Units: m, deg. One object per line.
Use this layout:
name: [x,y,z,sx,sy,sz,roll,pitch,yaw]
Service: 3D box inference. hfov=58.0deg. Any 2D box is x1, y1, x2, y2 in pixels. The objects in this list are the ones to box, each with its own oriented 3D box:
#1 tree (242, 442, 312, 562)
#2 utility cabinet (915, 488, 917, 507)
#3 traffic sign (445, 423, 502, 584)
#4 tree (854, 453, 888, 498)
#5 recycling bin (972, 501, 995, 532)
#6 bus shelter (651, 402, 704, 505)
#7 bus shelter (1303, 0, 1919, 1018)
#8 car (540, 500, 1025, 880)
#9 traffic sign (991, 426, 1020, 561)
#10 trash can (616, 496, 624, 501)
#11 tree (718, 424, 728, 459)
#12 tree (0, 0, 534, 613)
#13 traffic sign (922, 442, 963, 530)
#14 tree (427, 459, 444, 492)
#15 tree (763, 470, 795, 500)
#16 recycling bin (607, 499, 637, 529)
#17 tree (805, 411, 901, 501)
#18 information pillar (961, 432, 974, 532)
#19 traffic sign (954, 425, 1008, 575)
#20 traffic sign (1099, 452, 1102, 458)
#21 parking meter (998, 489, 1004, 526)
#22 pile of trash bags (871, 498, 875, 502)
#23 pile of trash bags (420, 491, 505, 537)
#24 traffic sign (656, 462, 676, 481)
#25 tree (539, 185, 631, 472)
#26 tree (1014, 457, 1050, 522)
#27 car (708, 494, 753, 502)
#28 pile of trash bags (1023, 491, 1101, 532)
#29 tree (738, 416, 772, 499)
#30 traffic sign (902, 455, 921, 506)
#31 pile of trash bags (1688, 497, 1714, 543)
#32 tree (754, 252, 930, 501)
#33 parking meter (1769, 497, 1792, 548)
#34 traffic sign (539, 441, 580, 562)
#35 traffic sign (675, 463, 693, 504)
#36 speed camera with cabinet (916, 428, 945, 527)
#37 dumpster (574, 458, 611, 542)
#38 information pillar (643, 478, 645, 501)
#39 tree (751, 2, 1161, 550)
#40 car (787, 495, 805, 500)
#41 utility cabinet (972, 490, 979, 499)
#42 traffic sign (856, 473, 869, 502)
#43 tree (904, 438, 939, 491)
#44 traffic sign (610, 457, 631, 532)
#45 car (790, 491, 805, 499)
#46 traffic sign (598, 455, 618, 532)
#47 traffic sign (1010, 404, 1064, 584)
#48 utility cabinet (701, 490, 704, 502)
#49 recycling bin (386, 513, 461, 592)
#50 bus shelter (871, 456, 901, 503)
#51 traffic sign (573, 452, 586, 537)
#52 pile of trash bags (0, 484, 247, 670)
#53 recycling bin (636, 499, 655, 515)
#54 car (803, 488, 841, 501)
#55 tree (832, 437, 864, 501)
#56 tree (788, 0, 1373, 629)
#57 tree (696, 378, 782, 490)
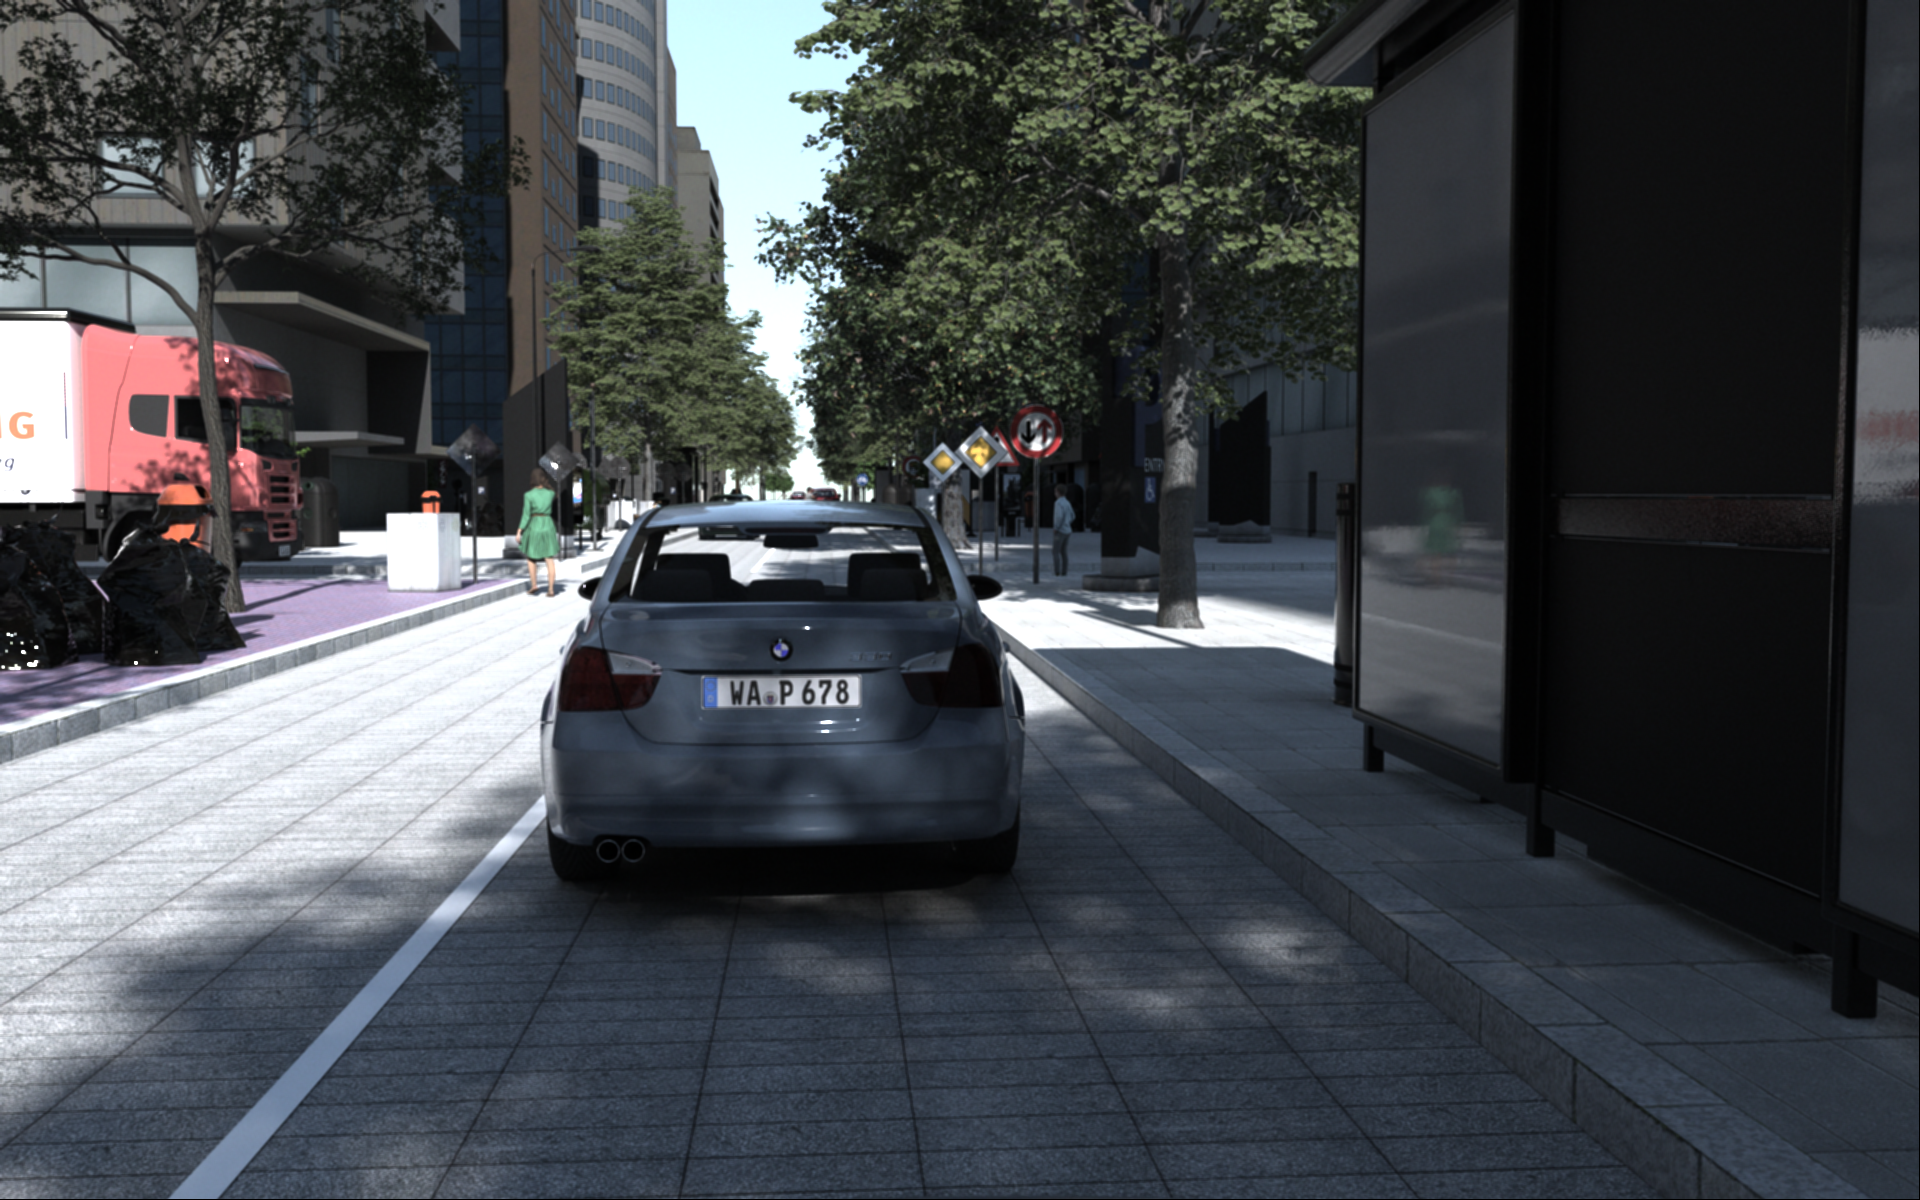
tree: [-13.546,-2.372,33.377,1.663,3.219,1.824,0,3,0]
utility cabinet: [-1.244,-3.776,70.423,0.318,1.500,1.173,3,5,44]
traffic sign: [-6.923,-1.288,24.695,0.795,2.450,0.064,0,4,-5]
tree: [-6.639,-9.105,132.577,4.285,4.588,4.351,0,3,0]
recycling bin: [0.789,-2.873,59.520,0.722,1.027,0.722,2,4,30]
bus shelter: [-12.822,-6.131,77.882,2.179,5.291,8.768,0,4,-5]
bus shelter: [2.778,-1.766,6.509,2.179,5.291,8.768,0,4,-4]
car: [-0.758,0.259,7.775,2.014,1.417,4.499,0,4,-5]
traffic sign: [0.699,-2.019,33.012,0.884,2.594,0.081,0,4,3]
trash can: [-20.329,-5.654,104.095,0.748,1.137,0.748,0,3,0]
tree: [-20.690,-16.646,182.535,12.009,13.543,11.850,0,3,0]
tree: [-8.236,-5.135,18.372,7.601,10.594,8.767,-1,4,-20]
traffic sign: [-0.333,-1.808,33.206,0.795,2.450,0.064,0,4,-5]
tree: [-24.054,-5.115,78.230,1.663,3.219,1.824,0,3,0]
tree: [-26.667,-17.115,263.541,4.285,4.588,4.351,0,3,0]
recycling bin: [-12.504,-3.132,63.754,0.722,1.027,0.722,-3,5,-41]
tree: [-12.244,-17.805,197.764,9.857,13.997,8.962,0,3,0]
information pillar: [0.229,-4.110,58.555,0.183,3.616,0.504,-3,4,-39]
traffic sign: [0.300,-1.321,25.246,0.795,2.450,0.064,0,4,-5]
traffic sign: [2.483,-1.565,25.598,0.884,2.594,0.081,0,4,-1]
parking meter: [1.589,-3.721,69.250,0.372,1.533,0.369,0,3,0]
pile of trash bags: [-4.015,-5.947,106.992,1.912,1.369,3.447,1,4,19]
pile of trash bags: [-14.542,-2.599,52.249,3.447,1.369,1.912,-2,4,-35]
traffic sign: [-11.761,-4.233,69.322,0.768,2.556,0.104,0,4,-1]
tree: [-11.508,-8.898,63.602,7.486,12.596,7.792,0,3,0]
tree: [3.243,-5.221,79.967,1.663,3.219,1.824,0,3,0]
car: [-7.308,-2.769,55.065,2.009,1.686,4.222,0,4,-3]
pile of trash bags: [3.756,-3.015,59.041,3.447,1.369,1.912,2,4,25]
tree: [-18.276,-12.249,150.626,4.360,8.622,3.978,0,3,0]
traffic sign: [-1.539,-3.497,57.284,0.768,2.556,0.104,0,4,-4]
pile of trash bags: [15.790,-1.881,40.512,3.447,1.369,1.912,2,4,29]
tree: [-3.392,-10.692,85.187,12.009,13.543,11.850,0,3,0]
parking meter: [18.511,-2.041,39.076,0.399,1.863,0.255,3,5,43]
traffic sign: [-7.556,-1.774,32.655,0.795,2.450,0.064,0,4,-5]
traffic sign: [-11.408,-4.362,71.424,0.768,2.556,0.104,0,4,-1]
speed camera with cabinet: [-0.719,-3.397,49.883,0.660,3.252,2.038,1,4,14]
dumpster: [-10.339,-2.721,46.982,1.502,2.255,1.985,0,4,-4]
information pillar: [-14.126,-4.504,78.140,0.304,2.012,0.304,0,4,1]
tree: [-0.106,-7.515,39.873,9.611,12.733,9.660,0,3,0]
car: [-16.370,-9.848,173.594,1.945,1.354,3.894,0,4,-4]
utility cabinet: [0.533,-5.391,96.825,1.173,1.500,0.318,2,4,26]
traffic sign: [-6.018,-6.530,106.866,0.768,2.556,0.104,0,4,2]
tree: [-0.792,-3.610,53.627,1.663,3.219,1.824,0,3,0]
traffic sign: [-11.634,-3.616,59.227,0.768,2.556,0.104,0,4,4]
car: [-20.810,-13.153,223.717,2.281,1.827,5.304,0,4,-6]
traffic sign: [-11.913,-3.559,58.186,0.884,2.594,0.081,0,4,3]
traffic sign: [1.090,-1.506,24.724,0.768,2.556,0.104,0,4,3]
utility cabinet: [-12.538,-4.575,83.477,0.318,1.500,1.173,-2,4,-28]
recycling bin: [-7.105,-0.637,22.969,0.722,1.027,0.722,1,4,11]
bus shelter: [-3.799,-6.141,94.333,2.014,3.302,5.546,0,4,-4]
traffic sign: [-11.625,-3.190,52.269,0.768,2.556,0.104,0,4,-4]
pile of trash bags: [-6.844,-0.275,14.249,1.912,1.369,3.447,0,4,-7]
recycling bin: [-10.895,-2.994,61.513,0.722,1.027,0.722,-3,5,-43]
car: [-8.203,-5.795,103.419,2.281,1.827,5.304,0,4,-7]
tree: [-10.529,-13.670,173.869,4.737,8.622,4.395,0,3,0]
tree: [1.800,-5.988,16.037,7.486,12.596,7.792,0,3,0]
tree: [-16.857,-11.995,130.537,7.601,10.594,8.767,1,4,10]
